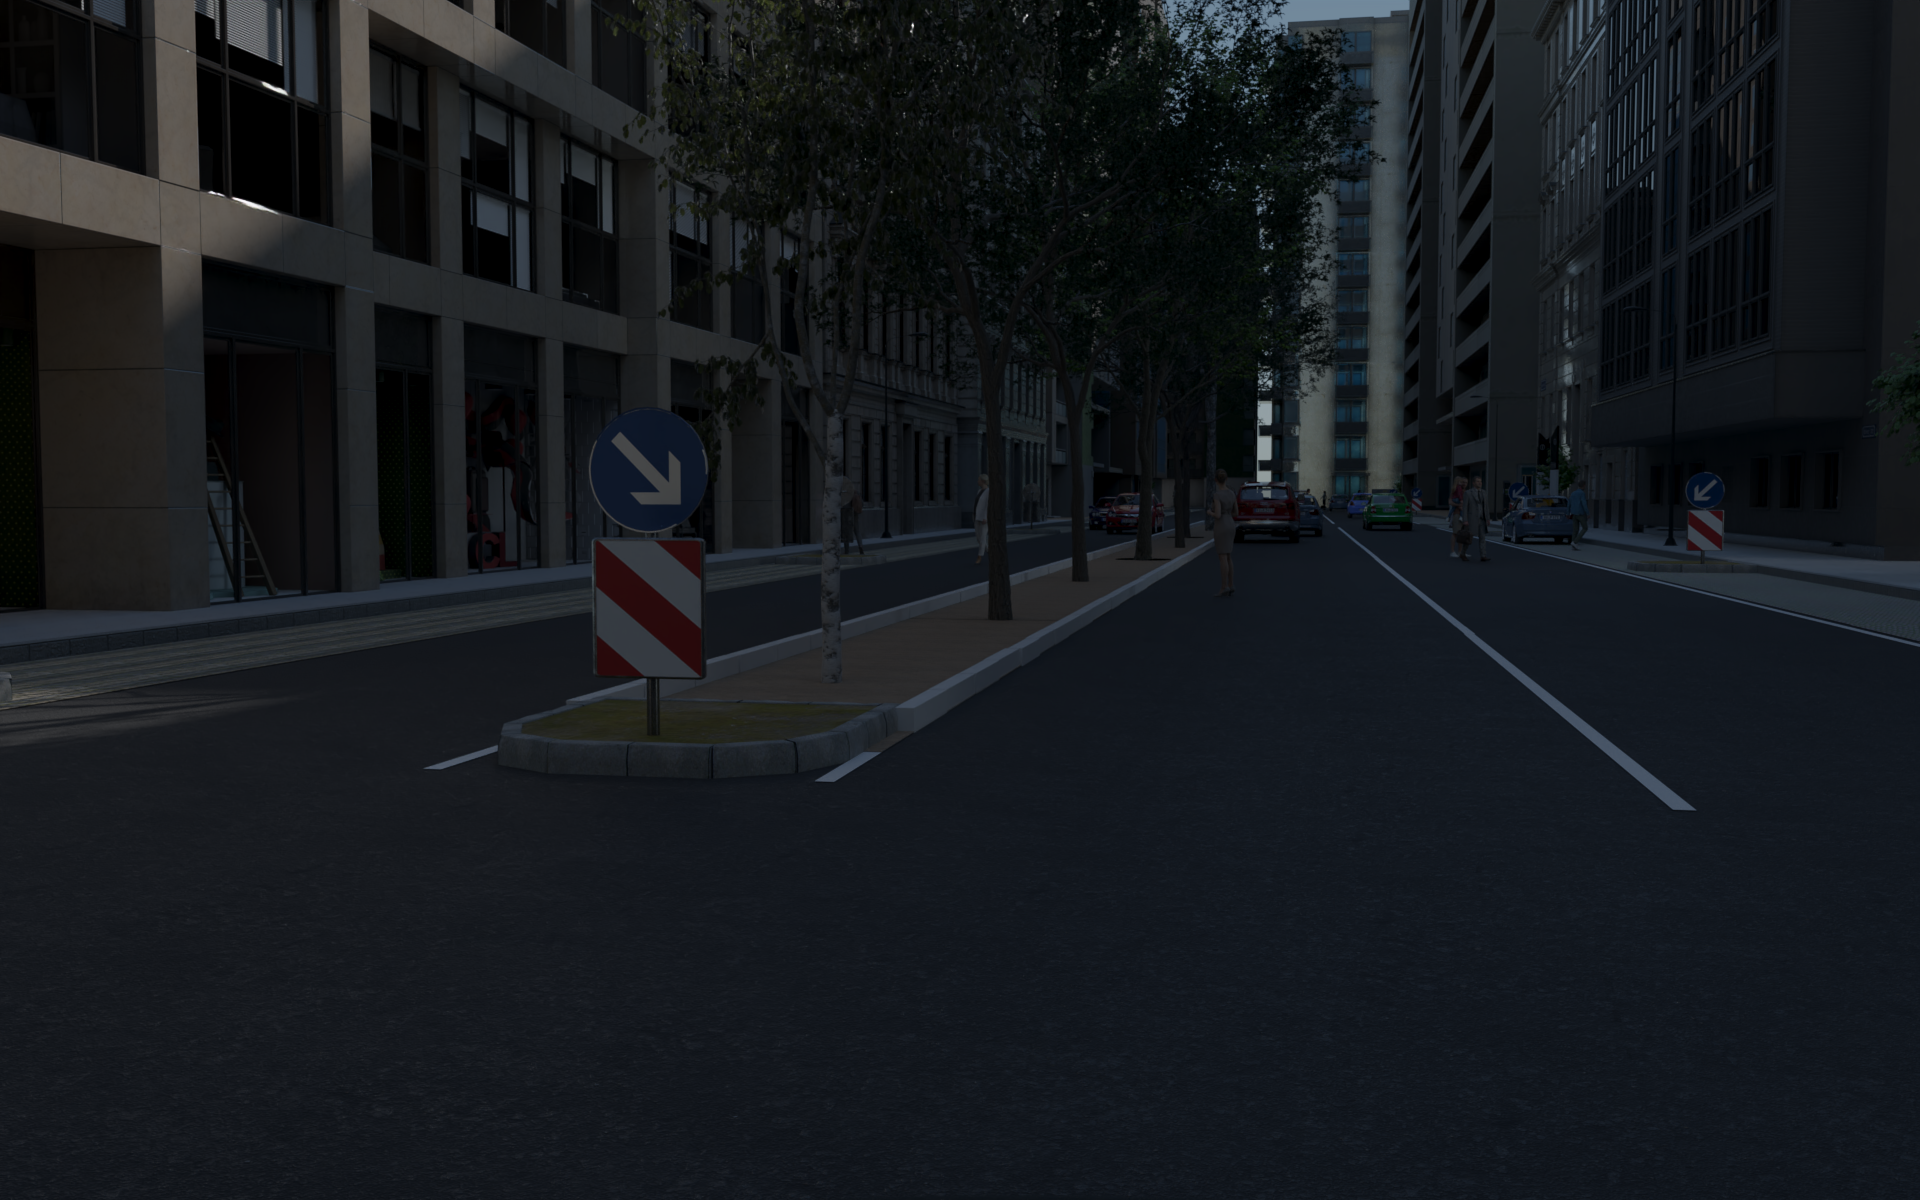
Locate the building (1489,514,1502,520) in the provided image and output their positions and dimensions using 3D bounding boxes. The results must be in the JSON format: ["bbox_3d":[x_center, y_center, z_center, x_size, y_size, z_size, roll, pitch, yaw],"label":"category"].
[{"bbox_3d":[38.849,-28.731,93.446,21.300,48.544,21.600,1,4,11],"label":"building"}]

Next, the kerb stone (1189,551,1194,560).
[{"bbox_3d":[4.860,-0.905,37.045,0.120,0.150,1.000,1,4,11],"label":"kerb stone"}]

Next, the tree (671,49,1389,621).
[{"bbox_3d":[0.546,-5.062,19.626,8.767,10.594,7.601,1,4,11],"label":"tree"}]

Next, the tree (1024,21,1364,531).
[{"bbox_3d":[8.712,-12.809,67.772,12.611,20.169,13.585,0,3,0],"label":"tree"}]

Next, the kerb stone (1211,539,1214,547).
[{"bbox_3d":[6.616,-1.462,46.121,0.120,0.150,1.000,1,4,11],"label":"kerb stone"}]

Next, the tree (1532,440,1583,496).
[{"bbox_3d":[21.185,-4.099,61.615,1.663,3.219,1.824,0,3,0],"label":"tree"}]

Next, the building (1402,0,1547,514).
[{"bbox_3d":[48.250,-31.720,142.327,21.300,48.544,21.600,1,4,11],"label":"building"}]

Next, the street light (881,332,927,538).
[{"bbox_3d":[-1.602,-4.733,49.933,1.470,5.913,1.316,1,4,11],"label":"street light"}]

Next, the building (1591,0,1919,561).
[{"bbox_3d":[25.199,-15.258,42.974,14.314,27.812,24.014,1,4,11],"label":"building"}]

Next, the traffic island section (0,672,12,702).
[{"bbox_3d":[-7.699,0.673,11.273,2.009,0.180,2.903,1,4,11],"label":"traffic island section"}]

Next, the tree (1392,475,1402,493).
[{"bbox_3d":[40.225,-9.963,157.493,1.663,3.219,1.824,0,3,0],"label":"tree"}]

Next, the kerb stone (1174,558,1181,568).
[{"bbox_3d":[4.075,-0.662,33.022,0.120,0.150,1.000,1,4,11],"label":"kerb stone"}]

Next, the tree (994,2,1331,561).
[{"bbox_3d":[4.041,-6.643,36.831,9.928,11.665,9.643,0,3,0],"label":"tree"}]

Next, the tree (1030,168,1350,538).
[{"bbox_3d":[7.315,-8.734,55.627,12.009,13.543,11.850,0,3,0],"label":"tree"}]

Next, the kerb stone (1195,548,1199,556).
[{"bbox_3d":[5.248,-1.028,39.059,0.120,0.150,1.000,1,4,11],"label":"kerb stone"}]

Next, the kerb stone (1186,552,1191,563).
[{"bbox_3d":[4.659,-0.846,36.033,0.120,0.150,1.000,1,4,11],"label":"kerb stone"}]

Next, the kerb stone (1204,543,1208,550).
[{"bbox_3d":[6.032,-1.278,43.084,0.120,0.150,1.000,1,4,11],"label":"kerb stone"}]

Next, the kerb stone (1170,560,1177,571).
[{"bbox_3d":[3.874,-0.601,32.019,0.120,0.150,1.000,1,4,11],"label":"kerb stone"}]

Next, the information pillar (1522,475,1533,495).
[{"bbox_3d":[21.952,-3.826,67.053,0.304,2.012,0.304,0,4,-3],"label":"information pillar"}]

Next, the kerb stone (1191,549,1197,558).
[{"bbox_3d":[5.055,-0.967,38.049,0.120,0.150,1.000,1,4,11],"label":"kerb stone"}]

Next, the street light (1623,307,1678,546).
[{"bbox_3d":[17.126,-4.307,42.968,1.470,5.913,1.316,1,4,11],"label":"street light"}]

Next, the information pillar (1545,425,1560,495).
[{"bbox_3d":[20.339,-4.153,59.263,0.183,3.616,0.504,0,4,-6],"label":"information pillar"}]

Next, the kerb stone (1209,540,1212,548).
[{"bbox_3d":[6.417,-1.401,45.103,0.120,0.150,1.000,1,4,11],"label":"kerb stone"}]

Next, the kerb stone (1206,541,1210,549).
[{"bbox_3d":[6.224,-1.340,44.099,0.120,0.150,1.000,1,4,11],"label":"kerb stone"}]

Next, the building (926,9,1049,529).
[{"bbox_3d":[-2.195,-13.695,73.069,9.793,20.994,18.267,1,4,11],"label":"building"}]

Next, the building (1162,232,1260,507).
[{"bbox_3d":[22.835,-24.590,173.743,14.107,30.474,14.160,1,4,11],"label":"building"}]

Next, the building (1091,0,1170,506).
[{"bbox_3d":[10.885,-30.814,153.912,14.200,45.320,14.600,1,4,11],"label":"building"}]

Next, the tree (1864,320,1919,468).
[{"bbox_3d":[15.676,-2.606,26.319,4.285,4.588,4.351,0,3,0],"label":"tree"}]

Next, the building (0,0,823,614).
[{"bbox_3d":[-16.218,-13.752,29.364,19.350,26.468,34.151,1,4,11],"label":"building"}]

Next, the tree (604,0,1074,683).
[{"bbox_3d":[-0.940,-3.685,13.073,4.360,8.622,3.978,0,3,0],"label":"tree"}]

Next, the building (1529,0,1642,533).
[{"bbox_3d":[30.044,-16.508,67.175,12.463,27.353,25.104,1,4,11],"label":"building"}]

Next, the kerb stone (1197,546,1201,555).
[{"bbox_3d":[5.438,-1.093,40.068,0.120,0.150,1.000,1,4,11],"label":"kerb stone"}]

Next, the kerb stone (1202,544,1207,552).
[{"bbox_3d":[5.845,-1.216,42.079,0.120,0.150,1.000,1,4,11],"label":"kerb stone"}]

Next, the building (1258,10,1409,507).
[{"bbox_3d":[45.710,-33.913,174.082,30.456,49.044,23.786,1,4,11],"label":"building"}]

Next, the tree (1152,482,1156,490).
[{"bbox_3d":[15.669,-9.188,144.827,1.663,3.219,1.824,0,3,0],"label":"tree"}]

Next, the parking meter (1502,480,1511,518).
[{"bbox_3d":[23.332,-4.174,73.948,0.255,1.863,0.399,0,4,7],"label":"parking meter"}]

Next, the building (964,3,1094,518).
[{"bbox_3d":[-0.546,-25.044,93.060,14.154,41.232,14.086,1,4,11],"label":"building"}]

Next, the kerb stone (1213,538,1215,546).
[{"bbox_3d":[6.824,-1.521,47.122,0.120,0.150,1.000,1,4,11],"label":"kerb stone"}]

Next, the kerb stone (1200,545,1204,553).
[{"bbox_3d":[5.641,-1.154,41.070,0.120,0.150,1.000,1,4,11],"label":"kerb stone"}]

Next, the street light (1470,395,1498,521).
[{"bbox_3d":[24.650,-6.660,81.430,1.470,5.913,1.316,1,4,11],"label":"street light"}]

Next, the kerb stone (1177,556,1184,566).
[{"bbox_3d":[4.267,-0.724,34.026,0.120,0.150,1.000,1,4,11],"label":"kerb stone"}]

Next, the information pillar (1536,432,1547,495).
[{"bbox_3d":[22.159,-4.554,65.817,0.504,3.616,0.183,-1,4,-15],"label":"information pillar"}]

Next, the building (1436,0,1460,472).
[{"bbox_3d":[47.370,-32.291,117.201,28.713,52.752,27.495,1,4,11],"label":"building"}]

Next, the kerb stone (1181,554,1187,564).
[{"bbox_3d":[4.455,-0.785,35.031,0.120,0.150,1.000,1,4,11],"label":"kerb stone"}]

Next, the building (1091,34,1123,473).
[{"bbox_3d":[-3.805,-32.125,114.481,28.713,52.752,27.495,1,4,11],"label":"building"}]

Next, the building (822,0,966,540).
[{"bbox_3d":[-6.299,-11.633,54.831,10.561,19.102,19.286,1,4,11],"label":"building"}]
